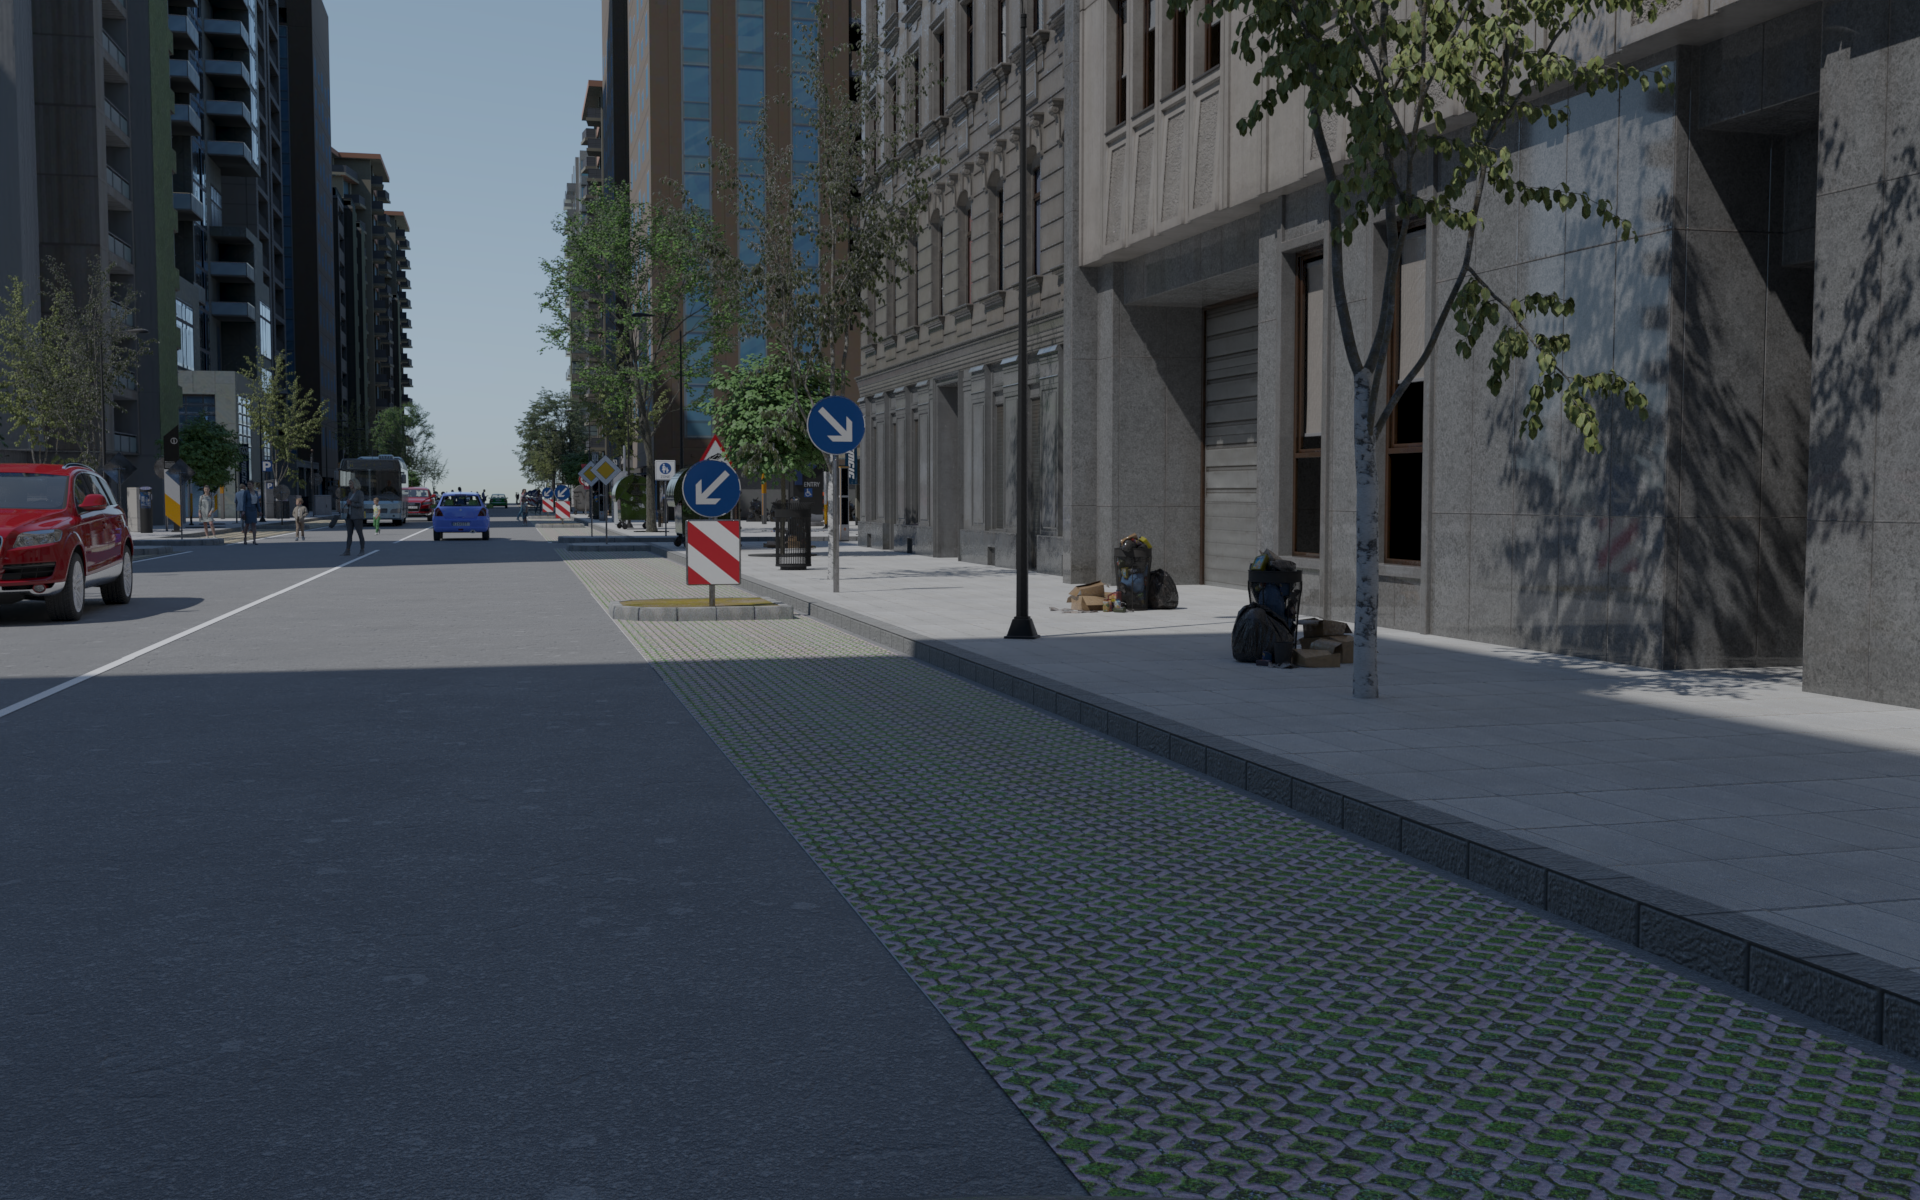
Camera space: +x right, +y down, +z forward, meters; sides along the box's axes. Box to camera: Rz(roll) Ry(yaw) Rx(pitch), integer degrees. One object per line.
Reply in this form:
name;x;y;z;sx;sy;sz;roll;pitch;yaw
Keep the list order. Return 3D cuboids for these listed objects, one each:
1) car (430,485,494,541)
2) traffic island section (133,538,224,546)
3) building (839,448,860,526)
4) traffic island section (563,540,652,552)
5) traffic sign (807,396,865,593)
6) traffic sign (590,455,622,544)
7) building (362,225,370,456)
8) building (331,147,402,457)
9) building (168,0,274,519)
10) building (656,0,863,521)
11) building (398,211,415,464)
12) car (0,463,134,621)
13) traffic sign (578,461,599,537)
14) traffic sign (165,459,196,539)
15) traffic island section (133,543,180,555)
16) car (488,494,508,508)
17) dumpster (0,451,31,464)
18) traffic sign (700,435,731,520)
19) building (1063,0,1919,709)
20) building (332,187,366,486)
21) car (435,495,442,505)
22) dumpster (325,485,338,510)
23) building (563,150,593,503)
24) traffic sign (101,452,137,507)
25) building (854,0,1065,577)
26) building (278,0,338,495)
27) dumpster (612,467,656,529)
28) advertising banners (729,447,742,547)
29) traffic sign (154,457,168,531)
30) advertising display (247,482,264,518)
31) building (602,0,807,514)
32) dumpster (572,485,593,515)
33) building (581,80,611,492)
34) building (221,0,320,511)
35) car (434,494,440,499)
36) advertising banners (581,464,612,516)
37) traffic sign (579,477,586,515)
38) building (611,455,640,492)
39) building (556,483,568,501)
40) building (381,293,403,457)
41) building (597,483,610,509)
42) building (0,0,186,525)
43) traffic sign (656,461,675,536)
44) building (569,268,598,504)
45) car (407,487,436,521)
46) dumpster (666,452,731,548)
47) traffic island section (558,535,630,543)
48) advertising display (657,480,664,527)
car;-15.739;-2.760;54.714;1.945;1.707;3.694;-1;4;-15
traffic island section;-22.112;-1.645;49.176;2.009;0.180;2.903;-1;4;-15
building;9.544;-25.368;69.392;28.867;44.769;22.147;-1;4;-15
traffic island section;-9.021;-1.348;44.326;2.009;0.180;2.903;-1;4;-15
traffic sign;-1.612;-1.370;22.501;0.768;2.556;0.104;-1;4;-14
traffic sign;-9.042;-2.483;44.243;0.795;2.450;0.064;-1;4;-15
building;-67.529;-24.619;174.214;14.160;30.474;14.107;-1;4;-15
building;-82.408;-34.270;214.931;22.147;44.769;28.867;-1;4;-15
building;-52.682;-48.196;100.684;22.319;86.520;31.000;-1;4;-15
building;-9.678;-26.891;89.775;14.600;45.320;14.200;-1;4;-15
building;-93.285;-36.868;257.410;22.147;44.769;28.867;-1;4;-15
car;-11.403;-0.747;20.882;2.281;1.827;5.304;-1;4;-16
traffic sign;-11.060;-2.956;51.970;0.795;2.450;0.064;-1;4;-15
traffic sign;-22.091;-2.782;49.120;0.795;2.450;0.064;-1;4;-15
traffic island section;-20.094;-1.172;41.449;2.009;0.180;2.903;-1;4;-15
car;-46.201;-10.064;173.334;1.959;1.807;4.718;-1;4;-15
dumpster;-21.682;-2.244;39.186;1.502;2.255;1.985;-1;4;-15
traffic sign;-5.360;-2.323;37.993;0.884;2.594;0.081;-1;4;-9
building;9.800;-12.118;16.152;12.078;24.808;19.932;-1;4;-15
building;-63.674;-23.790;160.665;14.160;30.474;14.107;-1;4;-15
car;-50.283;-9.520;168.232;1.945;1.354;3.894;-1;4;-16
dumpster;-41.508;-6.685;115.062;1.264;1.857;1.865;-1;4;-14
building;-44.024;-38.183;243.902;23.786;49.044;30.456;-1;4;-15
traffic sign;-20.073;-2.309;41.393;0.795;2.450;0.064;-1;4;-15
building;4.271;-11.338;34.530;9.793;20.994;18.267;-1;4;-15
building;-60.614;-30.299;145.507;14.600;45.320;14.200;-1;4;-15
dumpster;-11.919;-3.725;63.401;1.502;2.255;1.985;-1;4;-15
advertising banners;-5.133;-2.647;39.472;0.090;3.025;2.074;0;4;-1
traffic sign;-27.278;-3.632;59.491;0.768;2.556;0.104;0;4;-6
advertising display;-37.536;-5.325;92.285;0.123;1.923;0.974;2;4;26
building;-20.927;-29.843;138.049;14.600;45.320;14.200;-1;4;-15
dumpster;-23.346;-6.216;107.393;1.264;1.857;1.865;-1;4;-15
building;-28.639;-32.410;184.531;22.147;44.769;28.867;-1;4;-15
building;-59.055;-42.128;127.053;20.563;71.187;20.611;-1;4;-15
car;-65.157;-12.513;214.815;2.015;1.641;3.980;-1;4;-14
advertising banners;-20.871;-6.369;100.317;2.074;3.025;0.090;0;4;-7
traffic sign;-22.726;-6.422;105.102;0.768;2.556;0.104;-1;4;-13
building;-12.518;-41.358;114.452;20.563;71.187;20.611;-1;4;-15
building;-47.087;-35.488;272.105;32.217;40.220;23.993;-1;4;-15
building;-84.466;-28.512;237.871;14.160;30.474;14.107;-1;4;-15
building;-17.058;-28.597;159.436;32.217;40.220;23.993;-1;4;-15
building;-38.928;-23.398;66.145;14.154;41.232;14.086;-1;4;-15
traffic sign;-8.948;-3.089;52.633;0.606;2.300;0.079;-1;4;-14
building;-42.666;-27.498;221.297;14.160;30.474;14.107;-1;4;-15
car;-29.083;-5.120;92.377;2.281;1.827;5.304;-1;4;-14
dumpster;-6.186;-2.383;41.459;1.502;2.255;1.985;-1;4;-15
traffic island section;-11.039;-1.821;52.053;2.009;0.180;2.903;-1;4;-15
advertising display;-11.619;-3.788;67.146;0.123;1.923;0.974;0;4;-1
